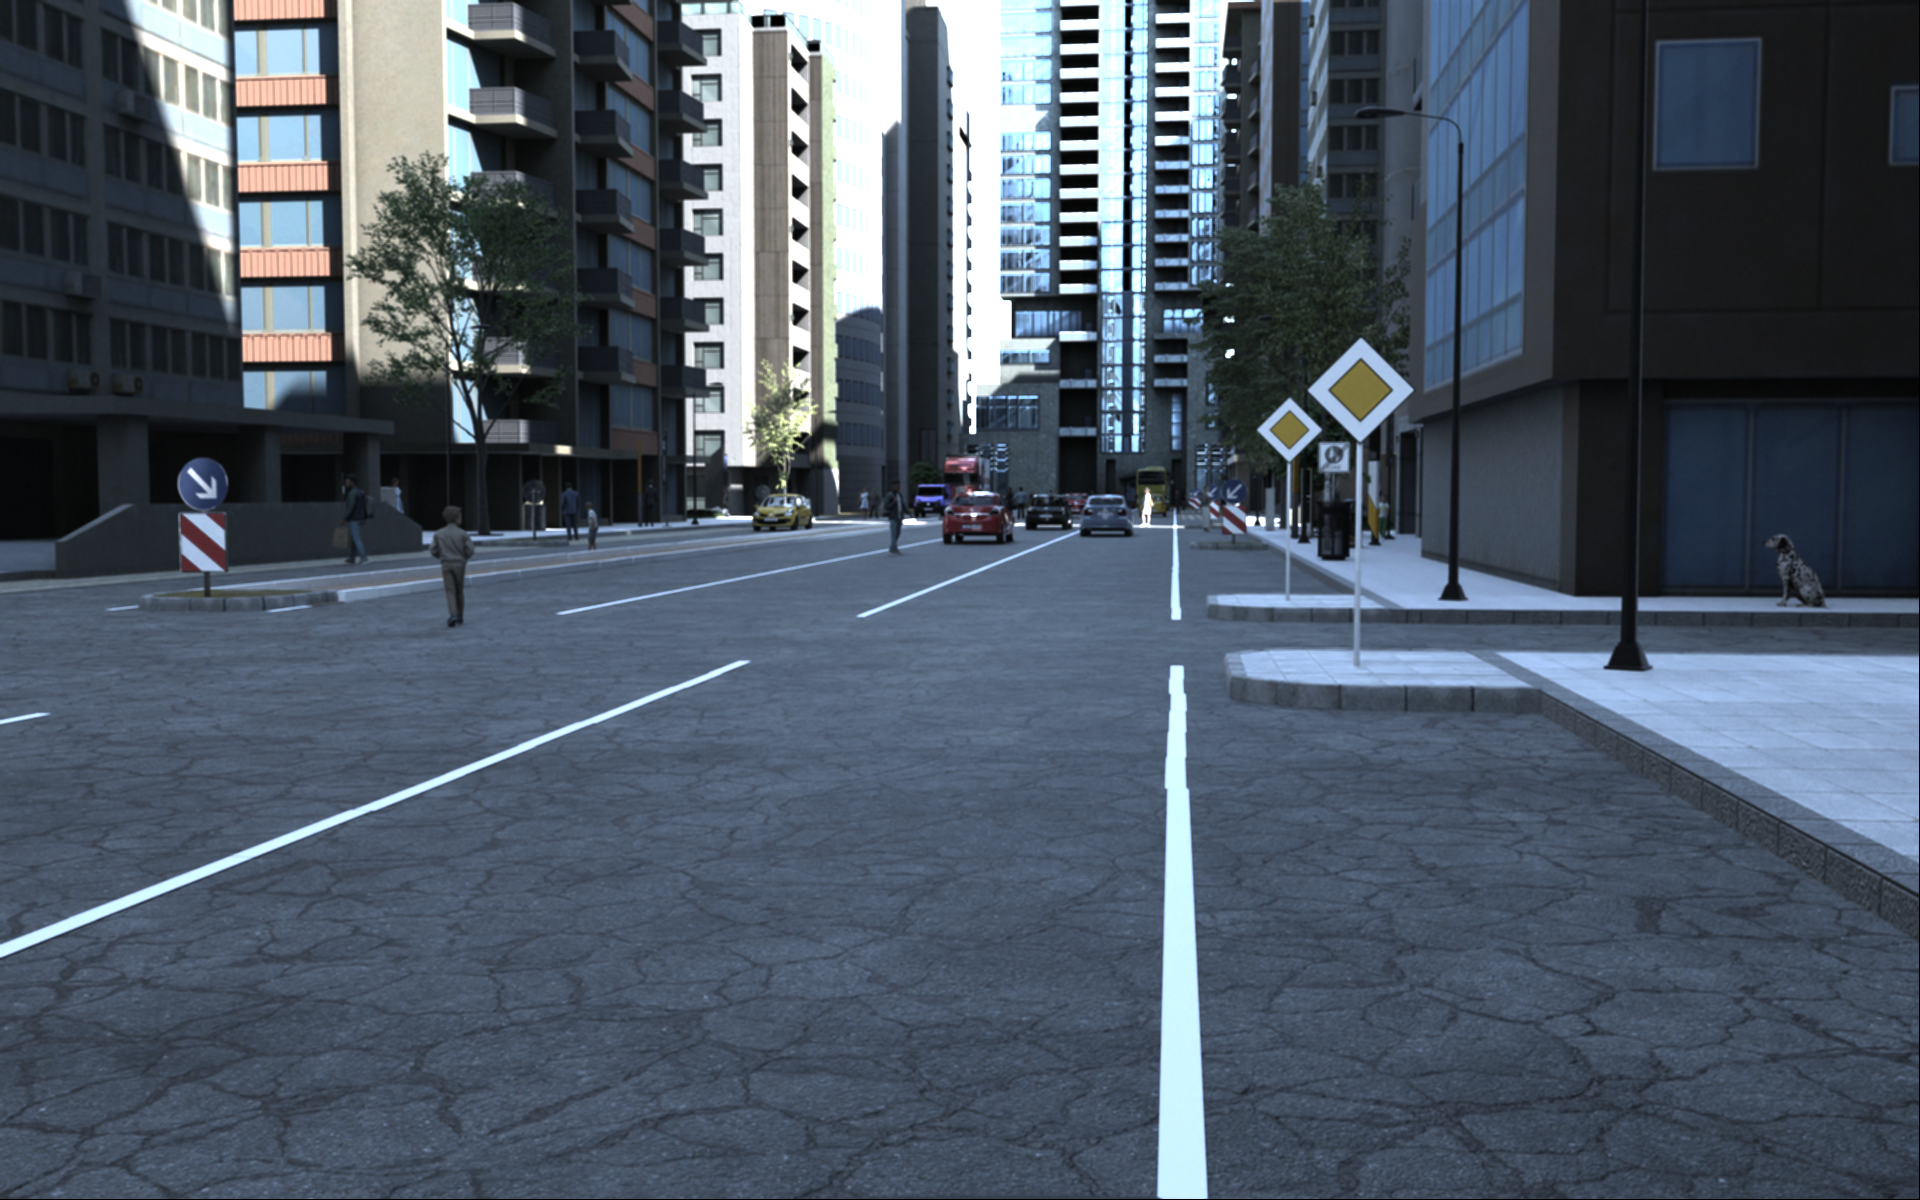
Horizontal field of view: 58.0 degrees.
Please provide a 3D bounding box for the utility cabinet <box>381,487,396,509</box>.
[{"bbox_3d":[-17.670,-2.698,52.799,0.318,1.500,1.173,1,4,18],"label":"utility cabinet"}]

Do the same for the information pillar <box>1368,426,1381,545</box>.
[{"bbox_3d":[10.392,-3.185,43.435,0.183,3.616,0.504,-1,4,-12],"label":"information pillar"}]

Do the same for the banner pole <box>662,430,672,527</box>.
[{"bbox_3d":[-11.513,-4.748,67.649,0.401,3.779,0.863,0,4,4],"label":"banner pole"}]

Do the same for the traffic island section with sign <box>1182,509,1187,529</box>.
[{"bbox_3d":[10.338,-3.876,71.998,1.989,1.847,2.006,0,4,7],"label":"traffic island section with sign"}]

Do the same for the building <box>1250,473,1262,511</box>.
[{"bbox_3d":[31.248,-49.504,122.066,22.319,86.520,31.000,0,4,7],"label":"building"}]

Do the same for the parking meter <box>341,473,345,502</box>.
[{"bbox_3d":[-17.095,-2.617,48.491,0.399,1.863,0.255,3,5,41],"label":"parking meter"}]

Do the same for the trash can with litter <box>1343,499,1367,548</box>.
[{"bbox_3d":[9.479,-1.840,41.474,0.624,1.170,1.055,0,4,6],"label":"trash can with litter"}]

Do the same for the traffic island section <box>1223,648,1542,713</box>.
[{"bbox_3d":[3.000,0.573,12.911,2.009,0.180,2.903,0,4,7],"label":"traffic island section"}]

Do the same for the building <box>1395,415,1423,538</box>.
[{"bbox_3d":[22.974,-36.959,42.534,20.563,71.187,20.611,0,4,7],"label":"building"}]

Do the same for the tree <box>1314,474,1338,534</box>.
[{"bbox_3d":[11.737,-3.781,56.417,1.663,3.219,1.824,0,3,0],"label":"tree"}]

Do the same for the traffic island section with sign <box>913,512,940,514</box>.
[{"bbox_3d":[-2.269,-7.107,124.821,1.989,1.847,2.006,0,4,7],"label":"traffic island section with sign"}]

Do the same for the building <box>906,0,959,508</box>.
[{"bbox_3d":[-11.863,-32.940,162.274,21.600,48.544,21.300,0,4,7],"label":"building"}]

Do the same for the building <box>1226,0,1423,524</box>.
[{"bbox_3d":[28.621,-23.608,77.865,32.217,40.220,23.993,0,4,7],"label":"building"}]

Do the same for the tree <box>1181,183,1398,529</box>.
[{"bbox_3d":[12.015,-8.873,63.200,7.486,12.596,7.792,0,3,0],"label":"tree"}]

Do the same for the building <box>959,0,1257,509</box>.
[{"bbox_3d":[16.479,-53.637,189.643,31.000,86.520,22.319,0,4,7],"label":"building"}]

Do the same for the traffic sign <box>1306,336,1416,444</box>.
[{"bbox_3d":[2.975,-0.651,12.831,0.795,2.593,0.064,0,4,7],"label":"traffic sign"}]

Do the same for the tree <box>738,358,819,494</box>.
[{"bbox_3d":[-9.586,-8.702,92.634,4.737,8.622,4.395,0,3,0],"label":"tree"}]

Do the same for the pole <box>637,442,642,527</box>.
[{"bbox_3d":[-12.523,-4.520,67.745,0.158,3.312,0.155,0,3,0],"label":"pole"}]

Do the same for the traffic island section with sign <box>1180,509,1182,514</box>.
[{"bbox_3d":[16.569,-6.949,122.246,1.989,1.847,2.006,0,4,7],"label":"traffic island section with sign"}]

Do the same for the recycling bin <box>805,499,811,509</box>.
[{"bbox_3d":[-8.556,-5.007,94.426,0.722,1.027,0.722,0,4,7],"label":"recycling bin"}]

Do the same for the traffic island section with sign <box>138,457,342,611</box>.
[{"bbox_3d":[-9.317,-0.856,22.138,2.006,1.907,1.989,0,4,7],"label":"traffic island section with sign"}]

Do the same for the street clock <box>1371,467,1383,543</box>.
[{"bbox_3d":[10.961,-2.515,45.694,0.358,2.002,0.471,1,4,11],"label":"street clock"}]

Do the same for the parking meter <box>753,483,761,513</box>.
[{"bbox_3d":[-10.304,-5.032,87.981,0.399,1.863,0.255,0,4,-3],"label":"parking meter"}]

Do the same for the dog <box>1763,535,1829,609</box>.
[{"bbox_3d":[9.579,-0.320,19.616,0.513,0.831,0.800,-1,4,-19],"label":"dog"}]

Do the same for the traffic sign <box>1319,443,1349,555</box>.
[{"bbox_3d":[7.392,-1.966,34.269,0.606,2.300,0.079,1,4,15],"label":"traffic sign"}]

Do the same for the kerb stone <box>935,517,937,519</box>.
[{"bbox_3d":[-1.494,-4.385,93.896,0.120,0.150,1.000,0,4,7],"label":"kerb stone"}]

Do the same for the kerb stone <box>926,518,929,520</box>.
[{"bbox_3d":[-1.875,-4.196,90.841,0.120,0.150,1.000,0,4,7],"label":"kerb stone"}]

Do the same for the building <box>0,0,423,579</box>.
[{"bbox_3d":[-30.092,-21.083,36.587,32.217,40.220,23.993,0,4,7],"label":"building"}]

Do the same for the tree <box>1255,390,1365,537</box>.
[{"bbox_3d":[10.509,-4.174,51.962,4.285,4.588,4.351,0,3,0],"label":"tree"}]

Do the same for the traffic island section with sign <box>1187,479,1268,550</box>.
[{"bbox_3d":[7.026,-2.240,45.246,1.989,1.847,2.006,0,4,7],"label":"traffic island section with sign"}]

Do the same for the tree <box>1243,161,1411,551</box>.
[{"bbox_3d":[8.555,-5.421,38.989,4.737,8.622,4.395,0,3,0],"label":"tree"}]

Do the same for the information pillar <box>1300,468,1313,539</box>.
[{"bbox_3d":[9.933,-2.761,49.632,0.304,2.012,0.304,1,4,18],"label":"information pillar"}]

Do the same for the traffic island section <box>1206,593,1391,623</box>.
[{"bbox_3d":[3.983,0.088,20.835,2.009,0.180,2.903,0,4,7],"label":"traffic island section"}]

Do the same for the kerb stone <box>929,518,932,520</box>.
[{"bbox_3d":[-1.752,-4.257,91.864,0.120,0.150,1.000,0,4,7],"label":"kerb stone"}]

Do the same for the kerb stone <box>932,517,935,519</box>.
[{"bbox_3d":[-1.625,-4.321,92.879,0.120,0.150,1.000,0,4,7],"label":"kerb stone"}]

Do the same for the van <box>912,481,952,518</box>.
[{"bbox_3d":[-1.672,-6.297,107.336,2.240,2.365,5.245,0,4,6],"label":"van"}]

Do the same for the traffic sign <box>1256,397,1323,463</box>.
[{"bbox_3d":[3.958,-1.136,20.756,0.795,2.593,0.064,0,4,7],"label":"traffic sign"}]

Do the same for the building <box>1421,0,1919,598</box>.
[{"bbox_3d":[15.148,-22.987,25.957,14.200,45.320,14.600,0,4,7],"label":"building"}]

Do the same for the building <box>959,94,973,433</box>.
[{"bbox_3d":[-6.395,-33.031,190.160,14.200,45.320,14.600,0,4,7],"label":"building"}]

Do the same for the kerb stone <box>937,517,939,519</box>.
[{"bbox_3d":[-1.372,-4.444,94.915,0.120,0.150,1.000,0,4,7],"label":"kerb stone"}]

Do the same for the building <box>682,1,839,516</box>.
[{"bbox_3d":[-15.734,-20.454,106.132,14.160,30.474,14.107,0,4,7],"label":"building"}]

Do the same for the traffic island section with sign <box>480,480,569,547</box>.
[{"bbox_3d":[-11.862,-2.383,47.590,1.989,1.847,2.006,0,4,7],"label":"traffic island section with sign"}]

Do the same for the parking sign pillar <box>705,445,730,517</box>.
[{"bbox_3d":[-13.440,-6.553,95.612,1.447,3.967,1.447,2,4,32],"label":"parking sign pillar"}]

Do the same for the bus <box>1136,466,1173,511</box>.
[{"bbox_3d":[17.085,-9.829,152.249,2.896,3.916,12.252,1,4,9],"label":"bus"}]

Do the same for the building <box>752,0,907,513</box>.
[{"bbox_3d":[-16.473,-35.758,126.648,21.231,58.520,28.212,0,4,7],"label":"building"}]

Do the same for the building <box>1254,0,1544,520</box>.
[{"bbox_3d":[24.883,-27.601,101.380,14.600,45.320,14.200,0,4,7],"label":"building"}]

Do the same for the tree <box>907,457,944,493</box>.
[{"bbox_3d":[-3.035,-10.032,147.734,4.285,4.588,4.351,0,3,0],"label":"tree"}]

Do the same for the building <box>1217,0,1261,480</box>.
[{"bbox_3d":[34.244,-30.505,153.382,22.147,44.769,28.867,0,4,7],"label":"building"}]

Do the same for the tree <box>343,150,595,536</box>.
[{"bbox_3d":[-14.828,-7.794,53.190,9.928,11.665,9.643,0,3,0],"label":"tree"}]

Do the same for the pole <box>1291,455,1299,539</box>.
[{"bbox_3d":[9.640,-3.420,49.758,0.158,3.312,0.155,0,3,0],"label":"pole"}]

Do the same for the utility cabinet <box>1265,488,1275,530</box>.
[{"bbox_3d":[10.852,-3.183,60.718,0.318,1.500,1.173,0,4,8],"label":"utility cabinet"}]

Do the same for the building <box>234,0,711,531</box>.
[{"bbox_3d":[-23.369,-25.573,72.743,22.147,44.769,28.867,0,4,7],"label":"building"}]

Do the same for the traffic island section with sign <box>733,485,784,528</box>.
[{"bbox_3d":[-8.530,-4.019,74.339,1.989,1.847,2.006,0,4,7],"label":"traffic island section with sign"}]

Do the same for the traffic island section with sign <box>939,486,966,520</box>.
[{"bbox_3d":[-0.077,-5.417,96.708,2.006,1.907,1.989,0,4,7],"label":"traffic island section with sign"}]
